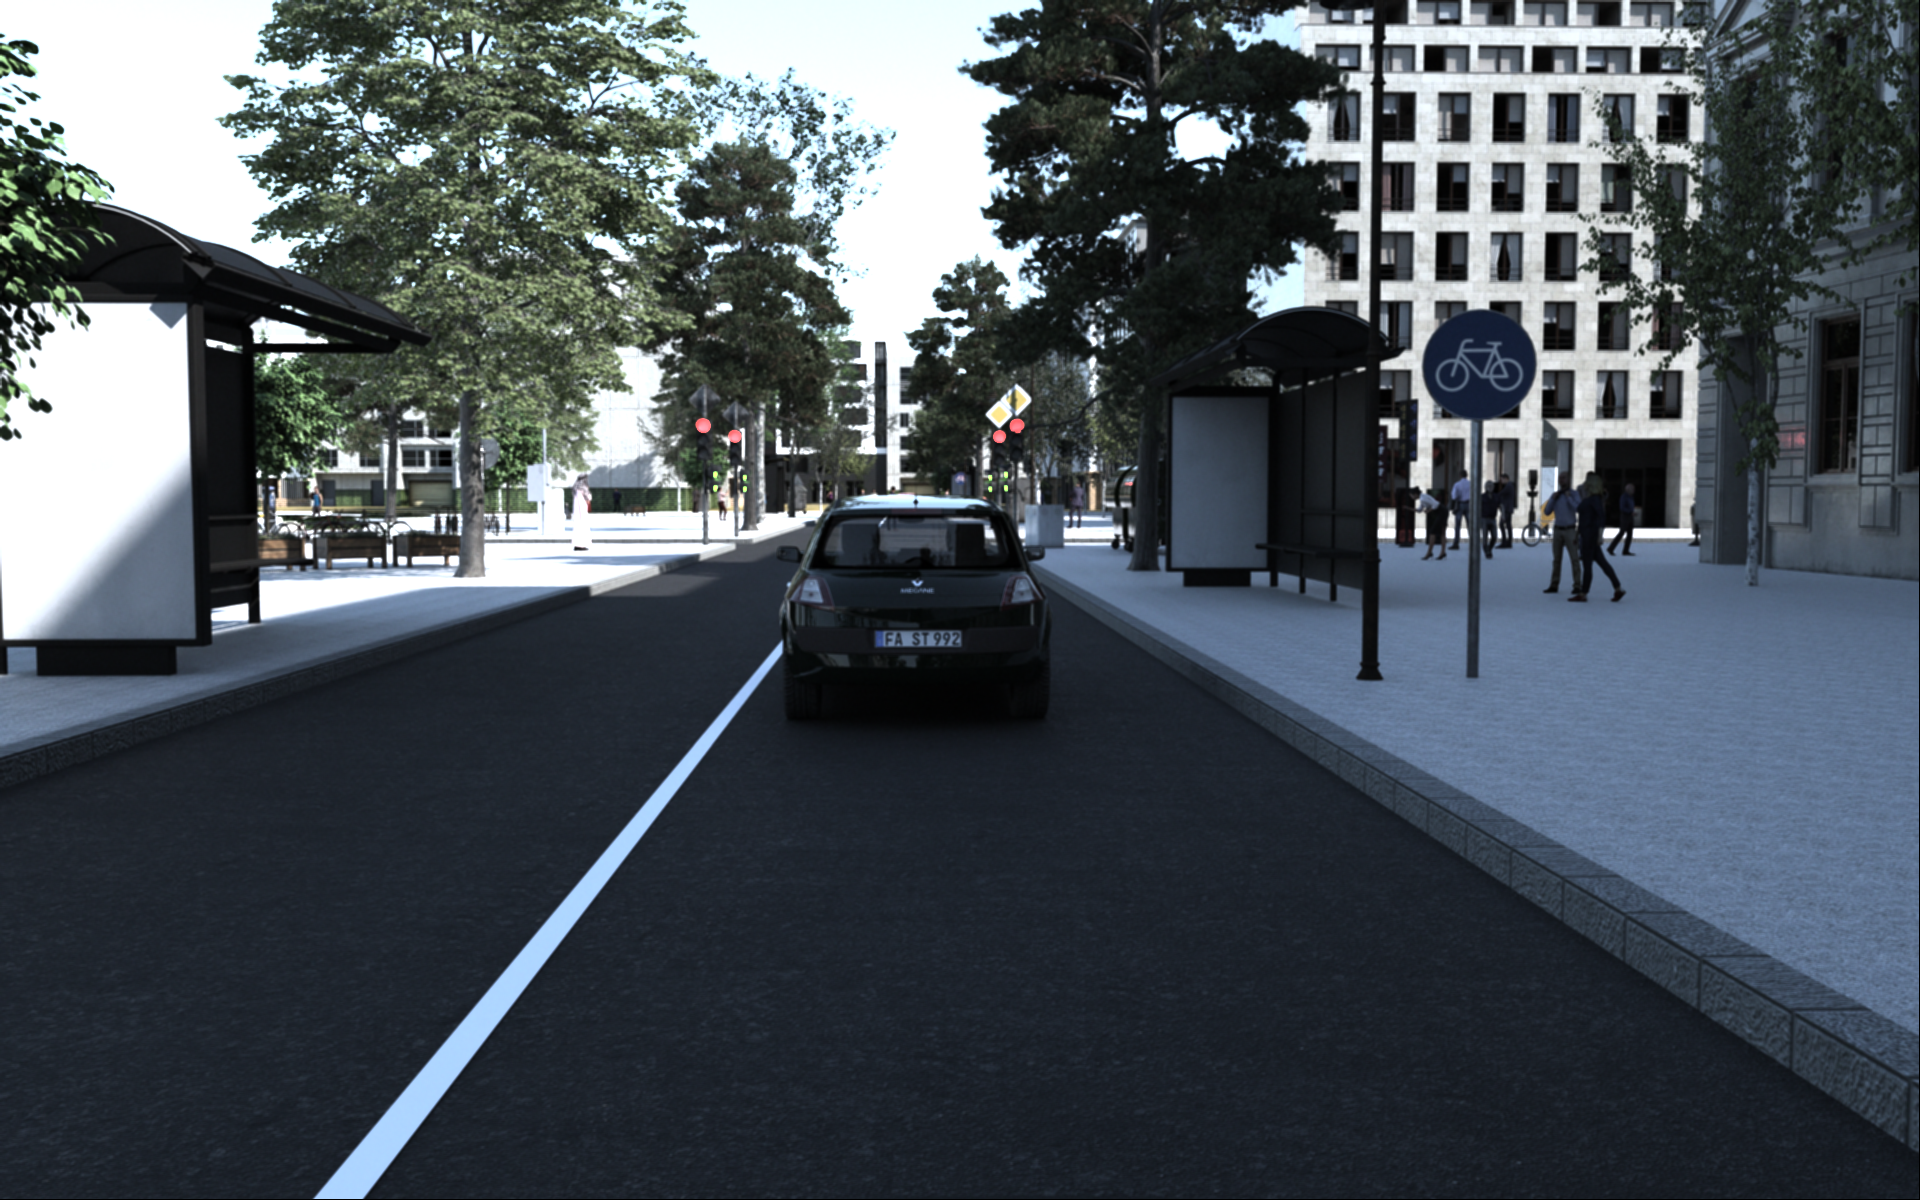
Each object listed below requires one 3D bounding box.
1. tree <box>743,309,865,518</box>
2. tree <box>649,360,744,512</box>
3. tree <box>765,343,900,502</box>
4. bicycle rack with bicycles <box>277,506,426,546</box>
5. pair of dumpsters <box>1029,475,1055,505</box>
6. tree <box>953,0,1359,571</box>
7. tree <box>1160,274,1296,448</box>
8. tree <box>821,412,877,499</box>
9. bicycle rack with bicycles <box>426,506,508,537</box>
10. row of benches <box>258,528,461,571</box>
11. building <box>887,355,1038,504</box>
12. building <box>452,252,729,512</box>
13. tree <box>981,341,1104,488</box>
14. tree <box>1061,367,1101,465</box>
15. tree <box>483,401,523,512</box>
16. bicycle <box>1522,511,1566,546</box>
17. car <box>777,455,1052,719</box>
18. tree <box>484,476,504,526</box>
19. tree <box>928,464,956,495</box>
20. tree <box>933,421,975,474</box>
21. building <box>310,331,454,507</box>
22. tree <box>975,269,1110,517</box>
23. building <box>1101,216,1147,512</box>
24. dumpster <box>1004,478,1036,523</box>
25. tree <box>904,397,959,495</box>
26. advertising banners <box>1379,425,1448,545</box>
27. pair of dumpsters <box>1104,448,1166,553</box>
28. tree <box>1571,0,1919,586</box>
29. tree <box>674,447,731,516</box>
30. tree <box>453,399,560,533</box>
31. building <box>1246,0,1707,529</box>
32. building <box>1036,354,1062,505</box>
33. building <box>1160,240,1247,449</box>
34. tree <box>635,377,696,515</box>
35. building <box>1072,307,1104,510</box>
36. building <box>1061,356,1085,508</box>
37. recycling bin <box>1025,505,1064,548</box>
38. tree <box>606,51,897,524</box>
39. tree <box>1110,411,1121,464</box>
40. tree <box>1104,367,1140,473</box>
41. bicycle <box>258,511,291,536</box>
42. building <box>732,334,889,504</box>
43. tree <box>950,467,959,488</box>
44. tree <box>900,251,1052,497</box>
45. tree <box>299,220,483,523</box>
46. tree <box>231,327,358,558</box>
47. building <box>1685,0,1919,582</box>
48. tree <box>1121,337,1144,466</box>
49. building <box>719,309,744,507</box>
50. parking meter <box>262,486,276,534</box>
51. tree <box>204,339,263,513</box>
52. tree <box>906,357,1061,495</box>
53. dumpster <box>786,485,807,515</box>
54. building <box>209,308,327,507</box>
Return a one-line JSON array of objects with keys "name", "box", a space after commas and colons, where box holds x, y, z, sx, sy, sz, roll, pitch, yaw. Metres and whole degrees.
[{"name": "tree", "box": [-8.885, -10.233, 93.066, 9.928, 11.665, 9.643, 0, 3, 0]}, {"name": "tree", "box": [-18.326, -12.235, 122.095, 6.751, 12.117, 7.091, 0, 3, 0]}, {"name": "tree", "box": [-9.806, -13.717, 134.638, 12.009, 13.543, 11.850, 0, 3, 0]}, {"name": "bicycle rack with bicycles", "box": [-14.628, -1.726, 41.600, 2.925, 0.926, 2.852, 0, 4, -8]}, {"name": "pair of dumpsters", "box": [3.610, -4.894, 82.510, 1.574, 2.255, 4.436, 0, 4, -2]}, {"name": "tree", "box": [3.210, -6.531, 28.835, 6.751, 12.117, 7.091, 0, 3, 0]}, {"name": "tree", "box": [9.007, -6.533, 57.178, 4.360, 8.622, 3.978, 0, 3, 0]}, {"name": "tree", "box": [-10.634, -12.209, 149.983, 4.737, 8.622, 4.395, 0, 3, 0]}, {"name": "bicycle rack with bicycles", "box": [-14.893, -2.381, 52.304, 2.852, 0.926, 2.925, 0, 4, -5]}, {"name": "row of benches", "box": [-10.560, -0.873, 29.736, 4.104, 0.672, 1.422, -3, 5, -43]}, {"name": "building", "box": [6.158, -22.208, 229.557, 31.486, 18.905, 16.747, 0, 4, -2]}, {"name": "building", "box": [-29.135, -16.900, 142.771, 16.747, 18.905, 31.486, 0, 4, -2]}, {"name": "tree", "box": [3.097, -7.434, 71.912, 4.737, 8.622, 4.395, 0, 3, 0]}, {"name": "tree", "box": [5.922, -11.281, 118.863, 8.767, 10.594, 7.601, 0, 4, 5]}, {"name": "tree", "box": [-32.454, -10.495, 121.955, 4.737, 8.622, 4.395, 0, 3, 0]}, {"name": "bicycle", "box": [14.455, -1.790, 42.492, 1.543, 0.972, 0.635, -1, 4, -17]}, {"name": "car", "box": [-0.343, -0.163, 12.452, 2.009, 1.686, 4.222, 0, 4, -3]}, {"name": "tree", "box": [-19.161, -4.611, 69.993, 1.663, 3.219, 1.824, 0, 3, 0]}, {"name": "tree", "box": [-1.576, -11.945, 179.013, 4.285, 4.588, 4.351, 0, 3, 0]}, {"name": "tree", "box": [-0.334, -11.961, 145.922, 4.360, 8.622, 3.978, 0, 3, 0]}, {"name": "building", "box": [-49.615, -19.295, 181.938, 31.486, 18.905, 16.747, 0, 4, -2]}, {"name": "tree", "box": [2.586, -6.487, 56.424, 4.360, 8.622, 3.978, 0, 3, 0]}, {"name": "building", "box": [15.363, -16.461, 118.294, 9.793, 20.994, 18.267, 0, 4, -2]}, {"name": "dumpster", "box": [2.280, -3.542, 63.668, 1.264, 1.857, 1.865, 0, 4, -2]}, {"name": "tree", "box": [-2.851, -17.076, 197.319, 7.486, 12.596, 7.792, 0, 3, 0]}, {"name": "advertising banners", "box": [11.335, -2.918, 43.898, 2.074, 3.025, 0.090, 0, 4, 1]}, {"name": "pair of dumpsters", "box": [4.232, -2.190, 38.308, 1.574, 2.255, 4.436, 0, 4, -2]}, {"name": "tree", "box": [10.840, -4.502, 23.973, 4.737, 8.622, 4.395, 0, 3, 0]}, {"name": "tree", "box": [-14.929, -7.160, 100.778, 4.285, 4.588, 4.351, 0, 3, 0]}, {"name": "tree", "box": [-15.081, -4.542, 57.975, 4.285, 4.588, 4.351, 0, 3, 0]}, {"name": "building", "box": [20.663, -13.041, 67.975, 16.860, 20.320, 10.420, 0, 4, -2]}, {"name": "building", "box": [16.363, -20.219, 187.003, 16.016, 20.091, 11.380, 0, 4, -2]}, {"name": "building", "box": [19.658, -14.283, 100.983, 16.820, 18.784, 16.811, 0, 4, -2]}, {"name": "tree", "box": [-17.405, -9.510, 105.858, 4.360, 8.622, 3.978, 0, 3, 0]}, {"name": "building", "box": [17.421, -17.478, 142.180, 16.016, 20.091, 11.380, 0, 4, -2]}, {"name": "building", "box": [23.357, -19.647, 165.195, 27.936, 21.610, 32.646, 0, 4, -2]}, {"name": "recycling bin", "box": [2.018, -1.762, 41.359, 0.722, 1.027, 0.722, -2, 4, -25]}, {"name": "tree", "box": [-9.189, -13.373, 74.541, 12.611, 20.169, 13.585, 0, 3, 0]}, {"name": "tree", "box": [8.782, -7.488, 72.797, 4.360, 8.622, 3.978, 0, 3, 0]}, {"name": "tree", "box": [8.082, -8.477, 88.956, 4.737, 8.622, 4.395, 0, 3, 0]}, {"name": "bicycle", "box": [-17.408, -1.858, 43.599, 1.543, 0.972, 0.635, 2, 4, 27]}, {"name": "building", "box": [-26.096, -23.908, 234.871, 32.646, 21.610, 27.936, 0, 4, -2]}, {"name": "tree", "box": [-0.263, -7.762, 121.508, 1.663, 3.219, 1.824, 0, 3, 0]}, {"name": "tree", "box": [0.786, -11.130, 89.392, 7.806, 13.903, 7.818, 0, 3, 0]}, {"name": "tree", "box": [-25.157, -10.353, 76.686, 7.806, 13.903, 7.818, 0, 3, 0]}, {"name": "tree", "box": [-13.683, -3.087, 34.194, 4.285, 4.588, 4.351, 0, 3, 0]}, {"name": "building", "box": [19.102, -11.378, 22.190, 11.583, 22.565, 21.152, 0, 4, -2]}, {"name": "tree", "box": [8.227, -6.938, 63.792, 4.360, 8.622, 3.978, 0, 3, 0]}, {"name": "building", "box": [-28.222, -20.005, 183.495, 11.380, 20.091, 16.016, 0, 4, -2]}, {"name": "parking meter", "box": [-21.640, -2.805, 54.266, 0.372, 1.533, 0.369, 0, 3, 0]}, {"name": "tree", "box": [-57.939, -13.336, 119.863, 18.604, 14.587, 13.155, -1, 4, -21]}, {"name": "tree", "box": [1.293, -10.566, 107.166, 7.601, 10.594, 8.767, -1, 4, -12]}, {"name": "dumpster", "box": [-10.245, -6.292, 108.629, 1.264, 1.857, 1.865, 0, 4, -2]}, {"name": "building", "box": [-71.077, -19.944, 182.499, 11.380, 20.091, 16.016, 0, 4, -2]}]
